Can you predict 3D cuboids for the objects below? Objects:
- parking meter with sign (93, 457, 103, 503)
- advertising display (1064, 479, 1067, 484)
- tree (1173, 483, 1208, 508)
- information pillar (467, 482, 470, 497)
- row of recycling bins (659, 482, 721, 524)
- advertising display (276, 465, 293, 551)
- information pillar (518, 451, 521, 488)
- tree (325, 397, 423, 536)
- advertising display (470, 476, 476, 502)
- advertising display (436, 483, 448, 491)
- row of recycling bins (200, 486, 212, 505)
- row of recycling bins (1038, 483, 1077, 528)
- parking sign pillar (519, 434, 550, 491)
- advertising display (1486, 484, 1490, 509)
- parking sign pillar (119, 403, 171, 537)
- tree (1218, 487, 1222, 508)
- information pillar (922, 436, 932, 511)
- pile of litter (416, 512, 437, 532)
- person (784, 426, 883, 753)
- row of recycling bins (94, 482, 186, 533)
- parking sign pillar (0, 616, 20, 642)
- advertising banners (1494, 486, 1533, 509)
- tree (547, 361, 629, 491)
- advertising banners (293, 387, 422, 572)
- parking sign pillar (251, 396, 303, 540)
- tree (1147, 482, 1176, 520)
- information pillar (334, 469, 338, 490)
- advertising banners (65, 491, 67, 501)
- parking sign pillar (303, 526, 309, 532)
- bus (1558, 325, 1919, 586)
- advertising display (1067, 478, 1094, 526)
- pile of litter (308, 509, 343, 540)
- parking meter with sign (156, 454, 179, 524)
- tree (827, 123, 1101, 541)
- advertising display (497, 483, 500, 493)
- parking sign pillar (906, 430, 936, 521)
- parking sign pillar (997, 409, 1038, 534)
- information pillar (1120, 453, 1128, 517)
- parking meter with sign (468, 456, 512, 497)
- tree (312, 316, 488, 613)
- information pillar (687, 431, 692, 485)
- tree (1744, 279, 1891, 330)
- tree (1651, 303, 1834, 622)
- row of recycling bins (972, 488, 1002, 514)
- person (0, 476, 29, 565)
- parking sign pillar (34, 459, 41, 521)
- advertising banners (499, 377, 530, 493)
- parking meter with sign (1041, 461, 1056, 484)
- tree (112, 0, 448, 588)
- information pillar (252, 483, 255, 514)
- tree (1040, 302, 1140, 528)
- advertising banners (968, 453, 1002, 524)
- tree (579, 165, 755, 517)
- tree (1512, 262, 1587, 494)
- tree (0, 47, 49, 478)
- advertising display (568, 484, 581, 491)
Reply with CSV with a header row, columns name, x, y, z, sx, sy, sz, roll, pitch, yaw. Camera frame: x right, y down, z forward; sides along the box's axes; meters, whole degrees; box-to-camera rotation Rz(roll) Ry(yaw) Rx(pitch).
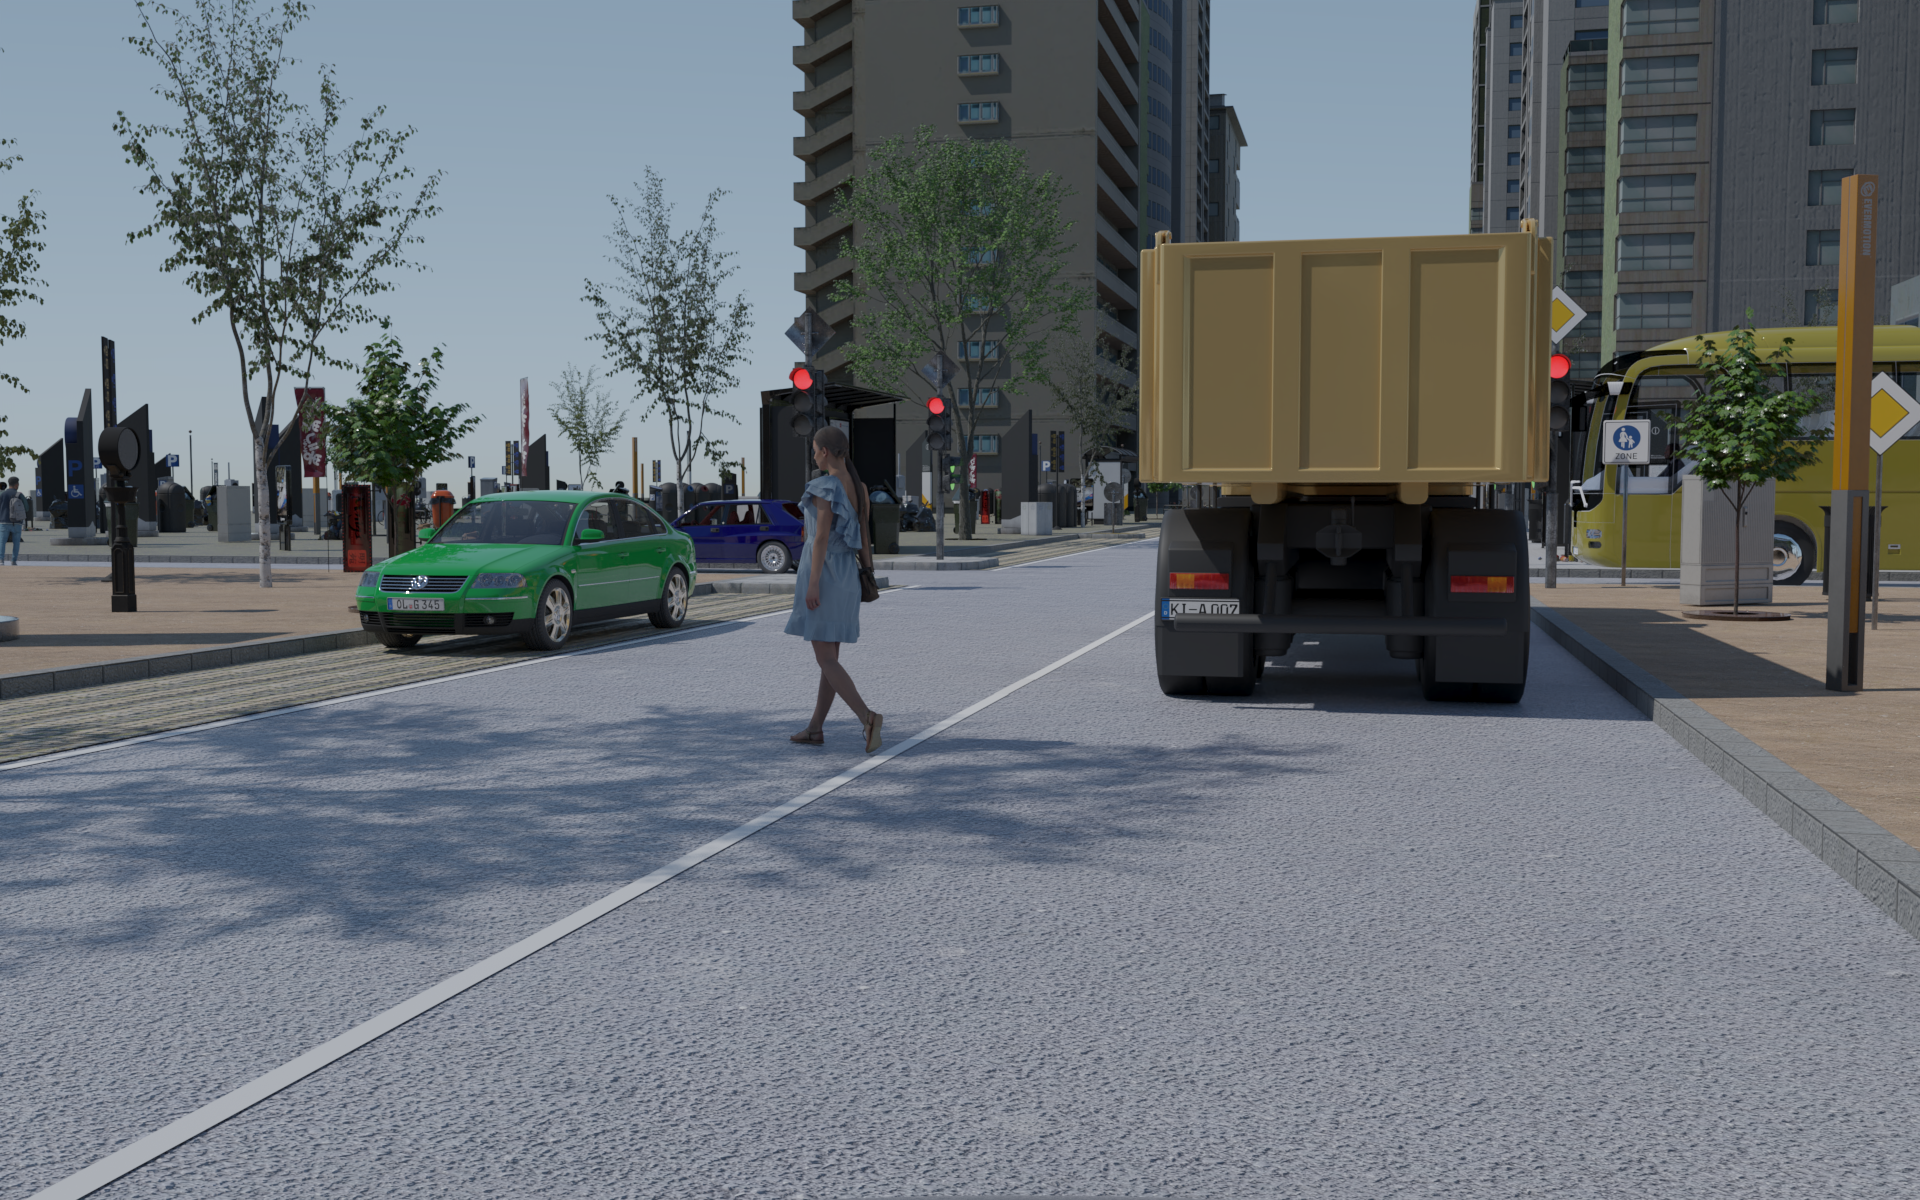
name,x,y,z,sx,sy,sz,roll,pitch,yaw
parking meter with sign,-40.713,-5.199,81.272,0.543,3.016,1.738,-1,4,-14
advertising display,4.654,-4.323,75.900,0.123,1.923,0.974,0,4,-3
tree,12.898,-7.025,98.579,4.285,4.588,4.351,0,3,0
information pillar,-29.484,-6.114,104.460,0.304,2.012,0.304,2,4,34
row of recycling bins,-9.574,-3.321,61.411,1.069,1.692,3.534,2,4,24
advertising display,-15.337,-2.086,39.313,0.123,1.923,0.974,-2,4,-34
information pillar,-23.482,-6.216,92.983,0.504,3.616,0.183,0,4,8
tree,-17.864,-4.235,52.962,4.285,4.588,4.351,0,3,0
advertising display,-17.064,-3.394,60.698,0.123,1.923,0.974,-1,4,-12
advertising display,-30.131,-5.843,100.752,0.123,1.923,0.974,1,4,19
row of recycling bins,-37.193,-4.854,86.482,1.069,1.692,3.534,-1,4,-14
row of recycling bins,3.760,-3.641,66.648,1.069,1.692,3.534,1,4,19
parking sign pillar,-19.088,-5.460,77.735,1.447,3.967,1.447,1,4,16
advertising display,14.719,-2.628,48.182,0.123,1.923,0.974,1,4,12
parking sign pillar,-24.801,-3.872,51.785,1.447,3.967,1.447,0,4,4
tree,17.321,-10.158,116.452,4.737,8.622,4.395,0,3,0
information pillar,-1.245,-4.559,65.894,0.183,3.616,0.504,-3,5,-41
pile of litter,-18.133,-2.779,59.398,1.176,0.858,1.719,2,4,24
person,-0.666,-0.070,9.737,0.778,1.811,0.616,3,5,43
row of recycling bins,-27.460,-3.061,57.158,3.534,1.692,1.069,-3,4,-36
parking sign pillar,-9.010,-1.620,14.963,1.447,3.967,1.447,-2,4,-25
advertising banners,22.602,-4.519,70.078,2.074,3.025,0.090,1,4,20
tree,-20.932,-8.958,96.827,4.737,8.622,4.395,0,3,0
advertising banners,-9.832,-1.962,28.271,2.074,3.025,0.090,0,4,4
parking sign pillar,-19.431,-3.671,48.494,1.447,3.967,1.447,-2,4,-33
tree,9.889,-5.676,87.401,1.663,3.219,1.824,0,3,0
information pillar,-37.241,-6.850,103.347,0.183,3.616,0.504,0,4,-5
advertising banners,-51.371,-6.305,99.272,2.074,3.025,0.090,-3,5,-43
parking sign pillar,-22.856,-4.288,58.585,1.447,3.967,1.447,1,4,14
bus,15.248,-2.074,25.460,12.252,3.916,2.896,1,4,12
advertising display,4.947,-3.982,70.324,0.974,1.923,0.123,1,4,13
pile of litter,-17.383,-2.111,48.479,1.719,0.858,1.176,2,4,25
parking meter with sign,-34.575,-4.838,75.370,0.543,3.016,1.738,0,4,-2
tree,0.142,-7.484,48.116,9.928,11.665,9.643,0,3,0
advertising display,-27.282,-5.918,101.977,0.123,1.923,0.974,0,4,5
parking sign pillar,-1.731,-5.209,73.636,1.447,3.967,1.447,-3,5,-41
parking sign pillar,1.924,-4.118,55.797,1.447,3.967,1.447,-3,5,-41
information pillar,9.342,-6.576,98.880,0.504,3.616,0.183,1,4,18
parking meter with sign,-21.613,-5.088,79.449,1.738,3.016,0.543,1,4,10
tree,-6.321,-1.493,19.014,1.663,3.219,1.824,0,3,0
information pillar,-9.982,-4.433,63.836,0.183,3.616,0.504,-1,4,-19
tree,28.648,-6.646,59.026,4.360,8.622,3.978,0,3,0
tree,7.994,-1.412,17.690,1.663,3.219,1.824,0,3,0
row of recycling bins,2.126,-6.273,109.668,3.534,1.692,1.069,2,4,30
person,-18.636,-1.540,34.021,0.623,1.781,0.721,-2,4,-31
parking sign pillar,-43.295,-5.745,82.402,1.447,3.967,1.447,1,4,21
advertising banners,-6.902,-1.874,26.833,0.090,3.025,2.074,-2,4,-26
parking meter with sign,4.866,-5.810,91.262,0.543,3.016,1.738,2,4,24
tree,-9.372,-4.466,23.376,4.360,8.622,3.978,0,3,0
information pillar,-46.338,-6.687,113.829,0.304,2.012,0.304,0,4,-6
tree,4.929,-7.067,65.908,4.360,8.622,3.978,0,3,0
advertising banners,1.106,-4.752,73.878,2.074,3.025,0.090,3,5,40
tree,-6.336,-5.411,38.839,4.360,8.622,3.978,0,3,0
tree,16.647,-6.221,52.073,4.360,8.622,3.978,0,3,0
tree,-15.554,-4.617,25.848,4.737,8.622,4.395,0,3,0
advertising display,-24.741,-6.502,111.525,0.974,1.923,0.123,0,4,-2
